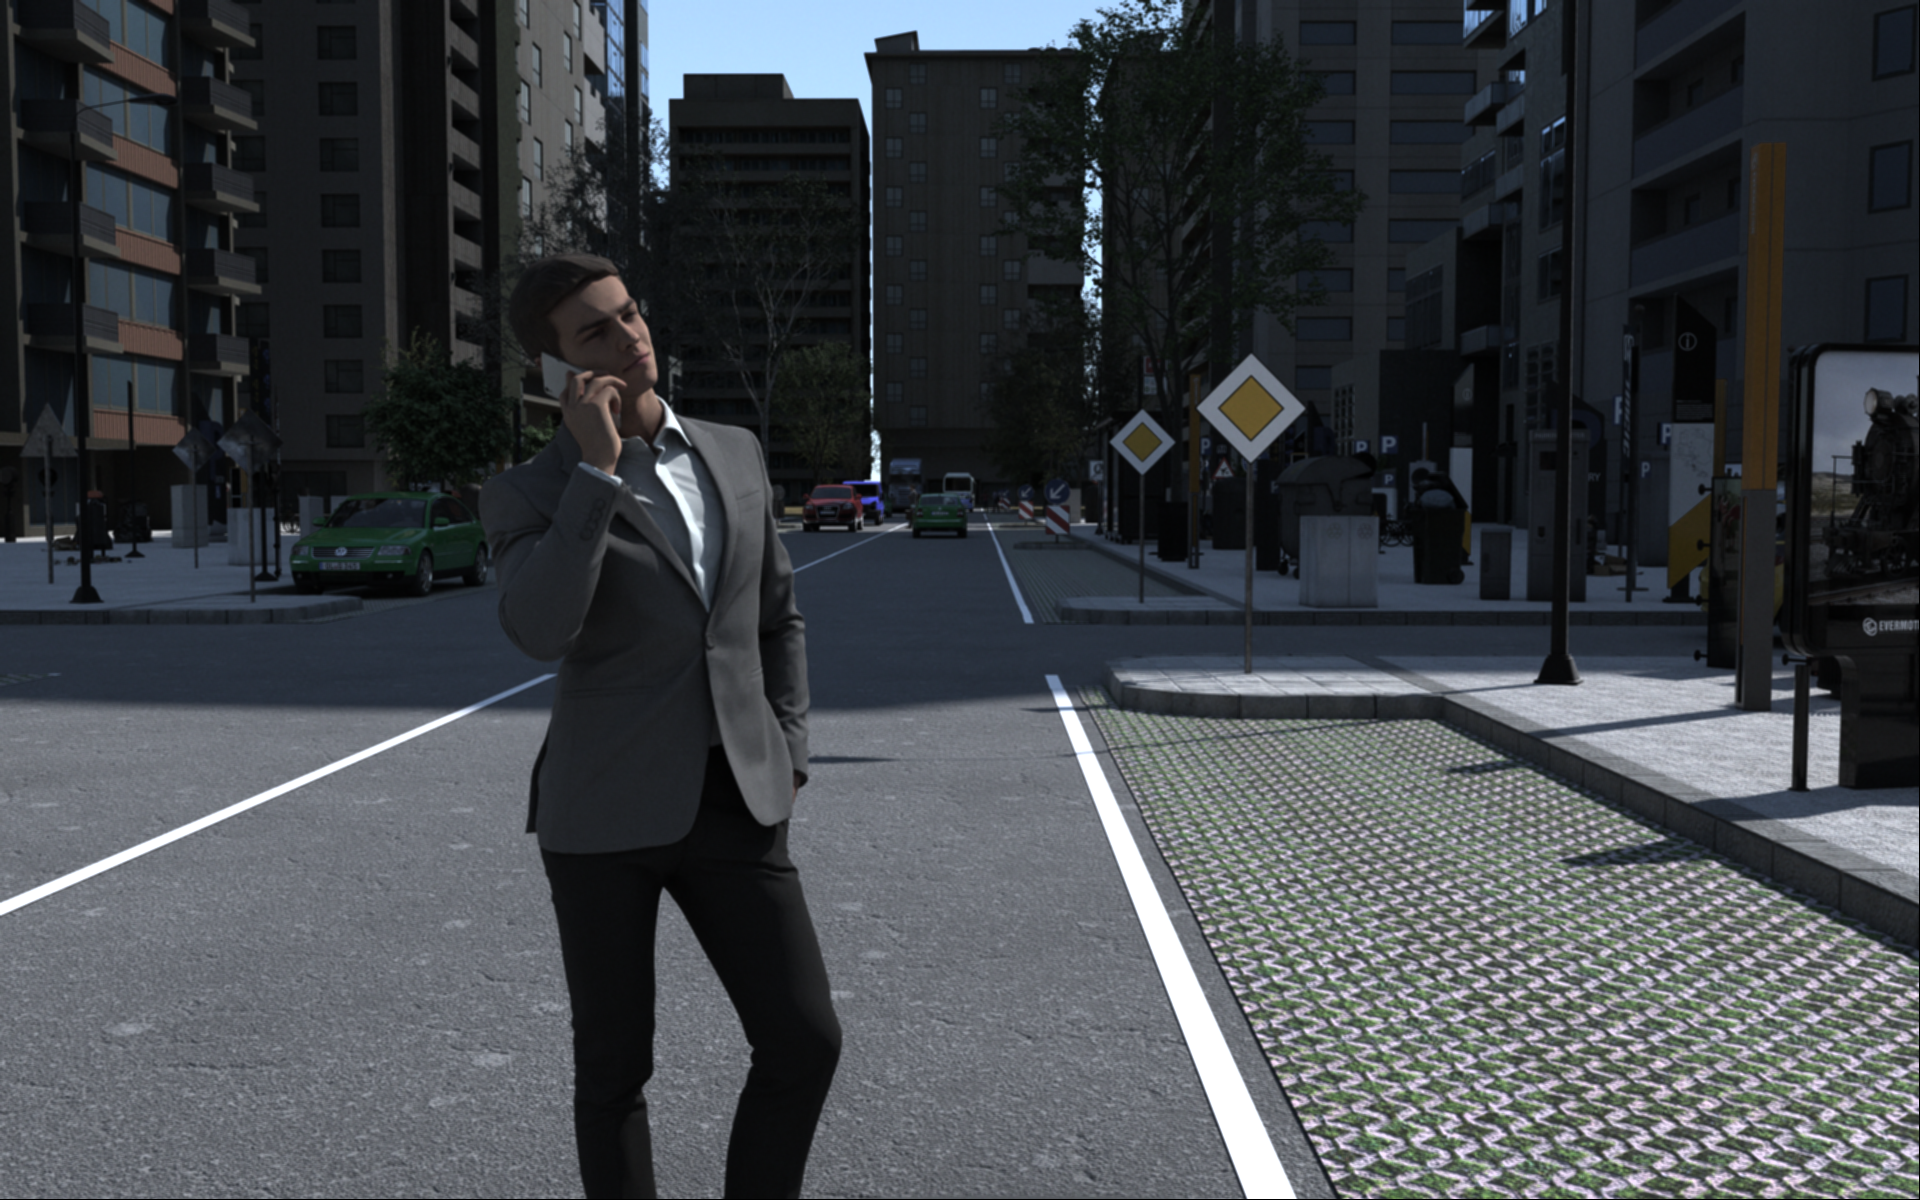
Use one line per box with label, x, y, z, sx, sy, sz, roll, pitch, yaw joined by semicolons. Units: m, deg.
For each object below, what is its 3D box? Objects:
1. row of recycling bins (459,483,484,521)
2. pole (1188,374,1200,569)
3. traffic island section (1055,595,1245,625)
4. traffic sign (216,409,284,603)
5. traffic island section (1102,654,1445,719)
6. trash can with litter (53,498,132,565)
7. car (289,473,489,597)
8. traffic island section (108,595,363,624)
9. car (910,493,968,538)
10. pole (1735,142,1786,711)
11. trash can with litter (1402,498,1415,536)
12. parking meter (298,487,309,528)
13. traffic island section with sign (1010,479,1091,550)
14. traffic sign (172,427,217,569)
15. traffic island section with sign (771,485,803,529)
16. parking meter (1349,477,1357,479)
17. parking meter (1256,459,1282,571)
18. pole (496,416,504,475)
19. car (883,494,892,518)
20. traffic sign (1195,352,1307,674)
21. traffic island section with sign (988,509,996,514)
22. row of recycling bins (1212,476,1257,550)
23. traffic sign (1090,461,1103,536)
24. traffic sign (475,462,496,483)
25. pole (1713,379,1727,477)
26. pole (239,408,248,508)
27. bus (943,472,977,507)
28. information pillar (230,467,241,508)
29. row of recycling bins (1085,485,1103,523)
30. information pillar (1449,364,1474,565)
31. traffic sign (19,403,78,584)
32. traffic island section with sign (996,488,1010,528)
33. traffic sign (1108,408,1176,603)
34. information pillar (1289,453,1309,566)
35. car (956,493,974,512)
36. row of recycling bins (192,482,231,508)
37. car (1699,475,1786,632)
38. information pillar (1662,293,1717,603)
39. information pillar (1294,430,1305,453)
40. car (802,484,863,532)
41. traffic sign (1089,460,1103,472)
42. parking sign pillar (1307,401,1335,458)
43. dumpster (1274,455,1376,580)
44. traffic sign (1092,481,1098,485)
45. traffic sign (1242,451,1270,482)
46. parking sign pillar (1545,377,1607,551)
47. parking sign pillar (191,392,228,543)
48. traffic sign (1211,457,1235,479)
row of recycling bins;-17.455;-3.537;64.940;1.069;1.692;3.534;2;4;25
pole;4.010;-2.190;29.658;0.158;3.312;0.155;0;3;0
traffic island section;2.155;0.116;20.389;2.009;0.180;2.903;0;4;1
traffic sign;-8.362;-1.027;20.429;0.795;2.450;0.064;0;4;1
traffic island section;2.081;0.604;12.404;2.009;0.180;2.903;0;4;1
trash can with litter;-16.324;-1.293;32.198;1.678;1.210;2.233;0;4;-4
car;-8.268;-1.014;25.383;1.959;1.807;4.718;0;3;0
traffic island section;-8.386;0.109;20.491;2.009;0.180;2.903;0;4;1
car;-0.690;-2.990;57.681;1.959;1.807;4.718;0;4;-1
pole;4.716;-1.001;10.205;0.158;3.312;0.155;0;3;0
trash can with litter;14.100;-2.564;53.311;0.624;1.170;1.055;-1;4;-23
parking meter;-24.502;-3.441;64.670;0.372;1.533;0.369;0;3;0
traffic island section with sign;2.397;-2.235;45.165;1.989;1.847;2.006;0;4;1
traffic sign;-13.158;-1.749;29.782;0.795;2.450;0.064;0;4;5
traffic island section with sign;-7.584;-3.879;72.044;1.989;1.847;2.006;0;4;1
parking meter;6.139;-1.348;27.753;0.399;1.863;0.255;-2;4;-24
parking meter;5.174;-1.424;28.986;0.399;1.863;0.255;-3;4;-38
pole;-11.580;-3.045;43.633;0.158;3.312;0.155;0;3;0
car;-5.120;-5.954;106.146;1.959;1.807;4.718;0;4;0
traffic sign;2.058;-0.531;12.327;0.795;2.450;0.064;0;4;1
traffic island section with sign;3.113;-6.992;122.942;1.989;1.847;2.006;0;4;1
row of recycling bins;6.584;-2.099;41.432;1.069;1.692;3.534;1;4;14
traffic sign;4.279;-3.124;53.203;0.606;2.300;0.079;0;4;2
traffic sign;-12.841;-2.867;46.882;0.884;2.594;0.081;0;4;8
pole;13.460;-2.255;30.718;0.158;3.312;0.155;0;3;0
pole;-17.018;-2.898;41.224;0.158;3.312;0.155;0;3;0
bus;-0.032;-10.028;158.810;2.948;3.499;13.247;0;4;1
information pillar;-19.740;-2.622;47.355;0.304;2.012;0.304;0;4;-6
row of recycling bins;7.306;-4.274;76.992;3.534;1.692;1.069;-1;4;-15
information pillar;9.010;-2.432;31.115;0.504;3.616;0.183;-2;4;-29
traffic sign;-13.004;-1.511;24.706;0.884;2.594;0.081;0;4;6
traffic island section with sign;2.647;-3.923;72.776;1.989;1.847;2.006;0;4;1
traffic sign;2.131;-1.020;20.312;0.795;2.450;0.064;0;4;1
information pillar;6.094;-1.629;31.124;0.304;2.012;0.304;1;4;15
car;0.156;-7.786;136.891;1.945;1.707;3.694;0;4;-1
row of recycling bins;-24.118;-2.981;55.848;1.069;1.692;3.534;-1;4;-11
car;9.279;-0.390;16.605;3.980;1.641;2.015;0;4;2
information pillar;8.573;-1.771;20.315;0.504;3.616;0.183;0;4;3
information pillar;12.358;-4.399;63.280;0.504;3.616;0.183;-1;4;-14
car;-4.896;-3.577;67.161;2.281;1.827;5.304;0;4;1
traffic sign;5.222;-3.961;64.863;0.768;2.556;0.104;0;4;3
parking sign pillar;10.536;-3.795;50.520;1.447;3.967;1.447;2;4;31
dumpster;5.604;-1.274;26.591;1.264;1.857;1.865;0;4;1
traffic sign;7.247;-5.560;91.019;0.768;2.556;0.104;0;4;5
traffic sign;8.094;-2.896;47.453;0.768;2.556;0.104;0;4;4
parking sign pillar;14.139;-3.139;39.787;1.447;3.967;1.447;0;4;5
parking sign pillar;-20.059;-3.536;46.294;1.447;3.967;1.447;0;4;-4
traffic sign;9.165;-3.680;60.173;0.884;2.594;0.081;0;4;3
